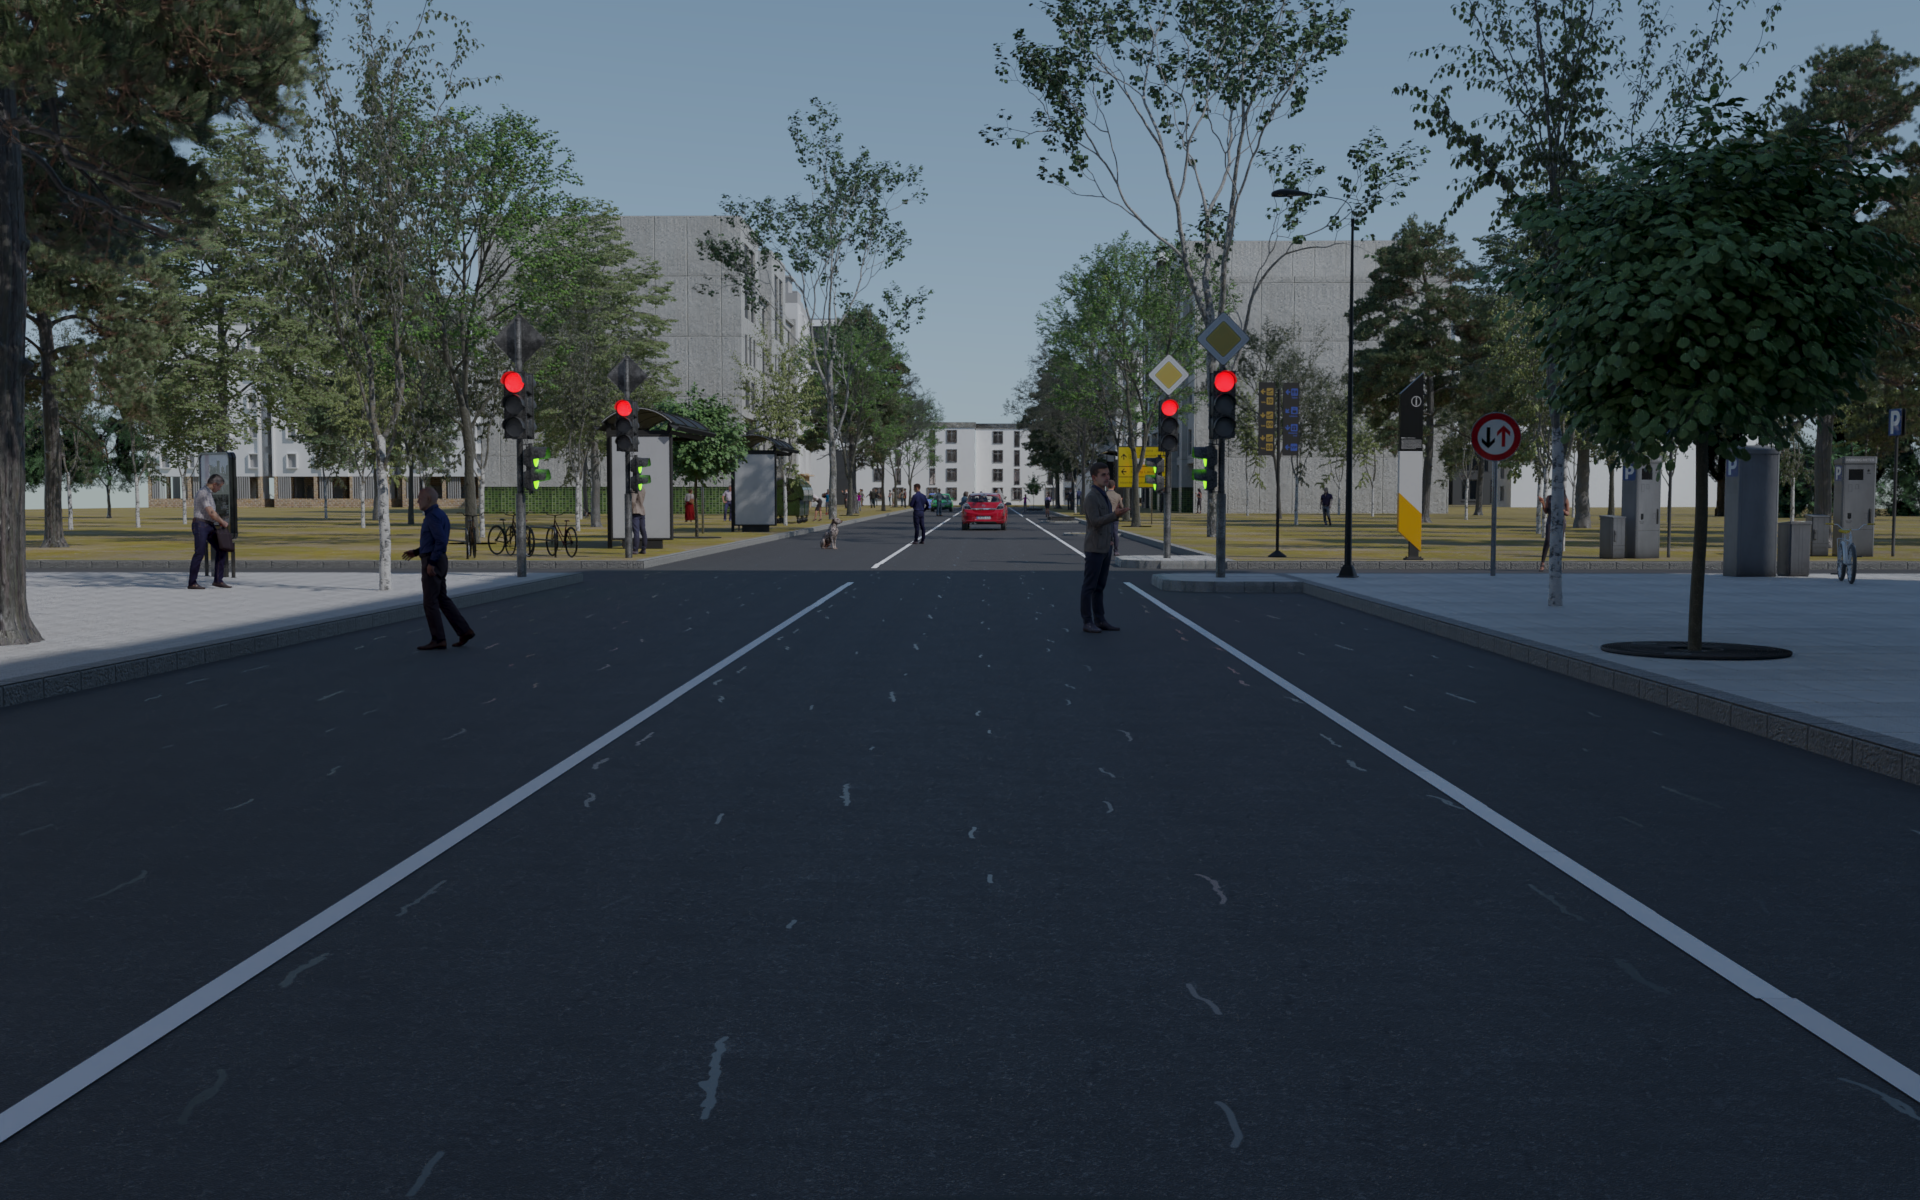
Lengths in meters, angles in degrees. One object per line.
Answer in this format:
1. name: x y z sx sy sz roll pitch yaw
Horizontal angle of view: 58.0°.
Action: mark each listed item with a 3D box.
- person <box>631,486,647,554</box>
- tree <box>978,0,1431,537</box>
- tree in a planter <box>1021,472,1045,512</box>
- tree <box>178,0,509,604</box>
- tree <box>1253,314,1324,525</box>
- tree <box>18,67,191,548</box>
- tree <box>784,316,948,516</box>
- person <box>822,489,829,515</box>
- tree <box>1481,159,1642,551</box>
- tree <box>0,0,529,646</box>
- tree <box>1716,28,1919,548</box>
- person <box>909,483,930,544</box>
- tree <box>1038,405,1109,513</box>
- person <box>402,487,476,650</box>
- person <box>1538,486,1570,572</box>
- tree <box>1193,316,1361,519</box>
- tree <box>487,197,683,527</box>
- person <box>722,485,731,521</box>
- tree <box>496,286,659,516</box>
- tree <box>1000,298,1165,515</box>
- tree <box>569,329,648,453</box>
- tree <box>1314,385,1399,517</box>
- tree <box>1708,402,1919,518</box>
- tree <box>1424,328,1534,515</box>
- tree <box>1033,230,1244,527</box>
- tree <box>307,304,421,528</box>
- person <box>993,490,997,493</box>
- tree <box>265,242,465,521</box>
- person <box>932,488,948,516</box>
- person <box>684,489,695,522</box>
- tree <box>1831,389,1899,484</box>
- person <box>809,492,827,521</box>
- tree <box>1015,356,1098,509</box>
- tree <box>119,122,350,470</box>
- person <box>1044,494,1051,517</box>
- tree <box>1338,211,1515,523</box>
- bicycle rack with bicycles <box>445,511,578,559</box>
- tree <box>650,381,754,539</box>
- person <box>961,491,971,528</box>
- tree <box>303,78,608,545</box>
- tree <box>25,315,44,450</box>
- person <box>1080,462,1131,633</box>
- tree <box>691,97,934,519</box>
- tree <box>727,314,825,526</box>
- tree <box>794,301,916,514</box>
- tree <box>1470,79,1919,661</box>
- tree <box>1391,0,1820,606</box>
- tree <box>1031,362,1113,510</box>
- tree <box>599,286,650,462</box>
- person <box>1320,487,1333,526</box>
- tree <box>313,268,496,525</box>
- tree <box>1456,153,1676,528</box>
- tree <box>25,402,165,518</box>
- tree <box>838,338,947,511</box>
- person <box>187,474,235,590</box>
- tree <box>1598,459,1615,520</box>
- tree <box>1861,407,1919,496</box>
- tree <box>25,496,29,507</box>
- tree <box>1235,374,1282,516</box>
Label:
1. person: -7.006 -1.860 36.990 0.750 1.759 0.617 3 4 36
2. tree: 6.931 -11.853 49.680 12.611 20.169 13.585 0 3 0
3. tree in a planter: 5.810 -8.515 136.447 1.991 3.239 1.994 0 4 1
4. tree: -7.775 -4.421 22.638 4.360 8.622 3.978 0 3 0
5. tree: 14.250 -7.436 71.937 4.360 8.622 3.978 0 3 0
6. tree: -21.704 -7.286 41.175 6.751 12.117 7.091 0 3 0
7. tree: -6.533 -10.743 101.410 9.928 11.665 9.643 0 3 0
8. person: -8.264 -6.093 107.533 0.647 1.594 0.662 -1 4 -16
9. tree: 13.609 -5.414 38.887 4.737 8.622 4.395 0 3 0
10. tree: -8.140 -6.533 14.239 7.806 13.903 7.818 0 3 0
11. tree: 20.599 -7.278 41.051 6.751 12.117 7.091 0 3 0
12. person: -1.230 -2.480 49.756 0.504 1.737 0.576 3 4 36
13. tree: 7.835 -10.156 116.420 4.360 8.622 3.978 0 3 0
14. person: -4.898 -0.296 16.039 0.600 1.496 0.574 1 4 15
15. person: 10.960 -1.345 31.965 0.593 1.643 0.415 -1 4 -23
16. tree: 16.575 -9.514 89.959 8.767 10.594 7.601 0 4 -6
17. tree: -14.575 -9.101 66.924 7.486 12.596 7.792 0 3 0
18. person: -10.829 -4.552 81.406 0.756 1.711 0.436 0 4 2
19. tree: -21.680 -11.571 99.559 12.009 13.543 11.850 0 3 0
20. tree: 7.669 -11.961 105.927 12.009 13.543 11.850 0 3 0
21. tree: -14.745 -7.531 73.487 4.737 8.622 4.395 0 3 0
22. tree: 23.326 -9.071 98.674 4.737 8.622 4.395 0 3 0
23. tree: 49.636 -12.027 98.465 18.604 14.587 13.155 -3 5 -42
24. tree: 31.221 -11.106 103.644 6.751 12.117 7.091 0 3 0
25. tree: 6.952 -8.644 67.087 9.928 11.665 9.643 0 3 0
26. tree: -22.434 -7.012 65.001 4.737 8.622 4.395 0 3 0
27. person: 2.472 -6.489 115.388 0.721 1.735 1.217 -1 4 -8
28. tree: -28.191 -10.805 83.317 9.857 13.997 8.962 0 3 0
29. person: -1.332 -6.345 112.331 1.350 1.814 0.705 -3 5 -40
30. person: -12.444 -4.348 79.595 0.523 1.526 0.387 1 4 13
31. tree: 33.234 -6.905 63.262 4.737 8.622 4.395 0 3 0
32. person: -6.882 -4.427 81.617 0.799 1.438 0.628 -3 5 -43
33. tree: 8.693 -14.925 151.448 7.806 13.903 7.818 0 3 0
34. tree: -22.233 -8.219 52.513 7.486 12.596 7.792 0 3 0
35. person: 5.471 -5.880 107.873 0.421 1.427 0.697 1 4 16
36. tree: 21.137 -10.404 77.522 7.806 13.903 7.818 0 3 0
37. bicycle rack with bicycles: -9.328 -1.347 35.408 2.852 0.926 2.925 -2 4 -29
38. tree: -7.715 -4.082 50.462 4.285 4.588 4.351 0 3 0
39. person: 0.240 -3.775 72.437 0.429 1.552 0.499 0 4 8
40. tree: -12.580 -7.225 43.885 9.928 11.665 9.643 0 3 0
41. tree: -31.987 -6.812 61.736 4.360 8.622 3.978 0 3 0
42. person: 1.574 -0.545 17.948 0.750 1.759 0.617 3 4 38
43. tree: -7.365 -14.052 85.640 12.611 20.169 13.585 0 3 0
44. tree: -7.268 -7.326 70.146 4.737 8.622 4.395 0 3 0
45. tree: -7.197 -12.614 113.665 7.806 13.903 7.818 0 3 0
46. tree: 5.873 -1.847 13.905 4.285 4.588 4.351 0 3 0
47. tree: 7.030 -4.228 19.484 4.360 8.622 3.978 0 3 0
48. tree: 9.320 -13.438 141.769 6.751 12.117 7.091 0 3 0
49. tree: -13.089 -6.705 59.997 4.360 8.622 3.978 0 3 0
50. person: 14.748 -3.739 69.377 0.471 1.553 0.569 -1 4 -23
51. tree: -23.150 -8.430 72.240 8.767 10.594 7.601 0 4 3
52. tree: 23.585 -9.680 64.930 9.857 13.997 8.962 0 3 0
53. tree: -48.452 -7.823 90.817 20.602 7.101 11.467 2 4 33
54. tree: -5.872 -13.393 129.350 12.009 13.543 11.850 0 3 0
55. person: -10.156 -0.930 23.463 0.590 1.554 0.614 -1 4 -17
56. tree: 32.540 -9.842 86.674 9.928 11.665 9.643 0 3 0
57. tree: 54.657 -7.280 81.933 20.602 7.101 11.467 0 4 -6
58. tree: -50.328 -10.576 74.734 18.604 14.587 13.155 -1 4 -19
59. tree: 17.090 -9.234 101.334 4.737 8.622 4.395 0 3 0
